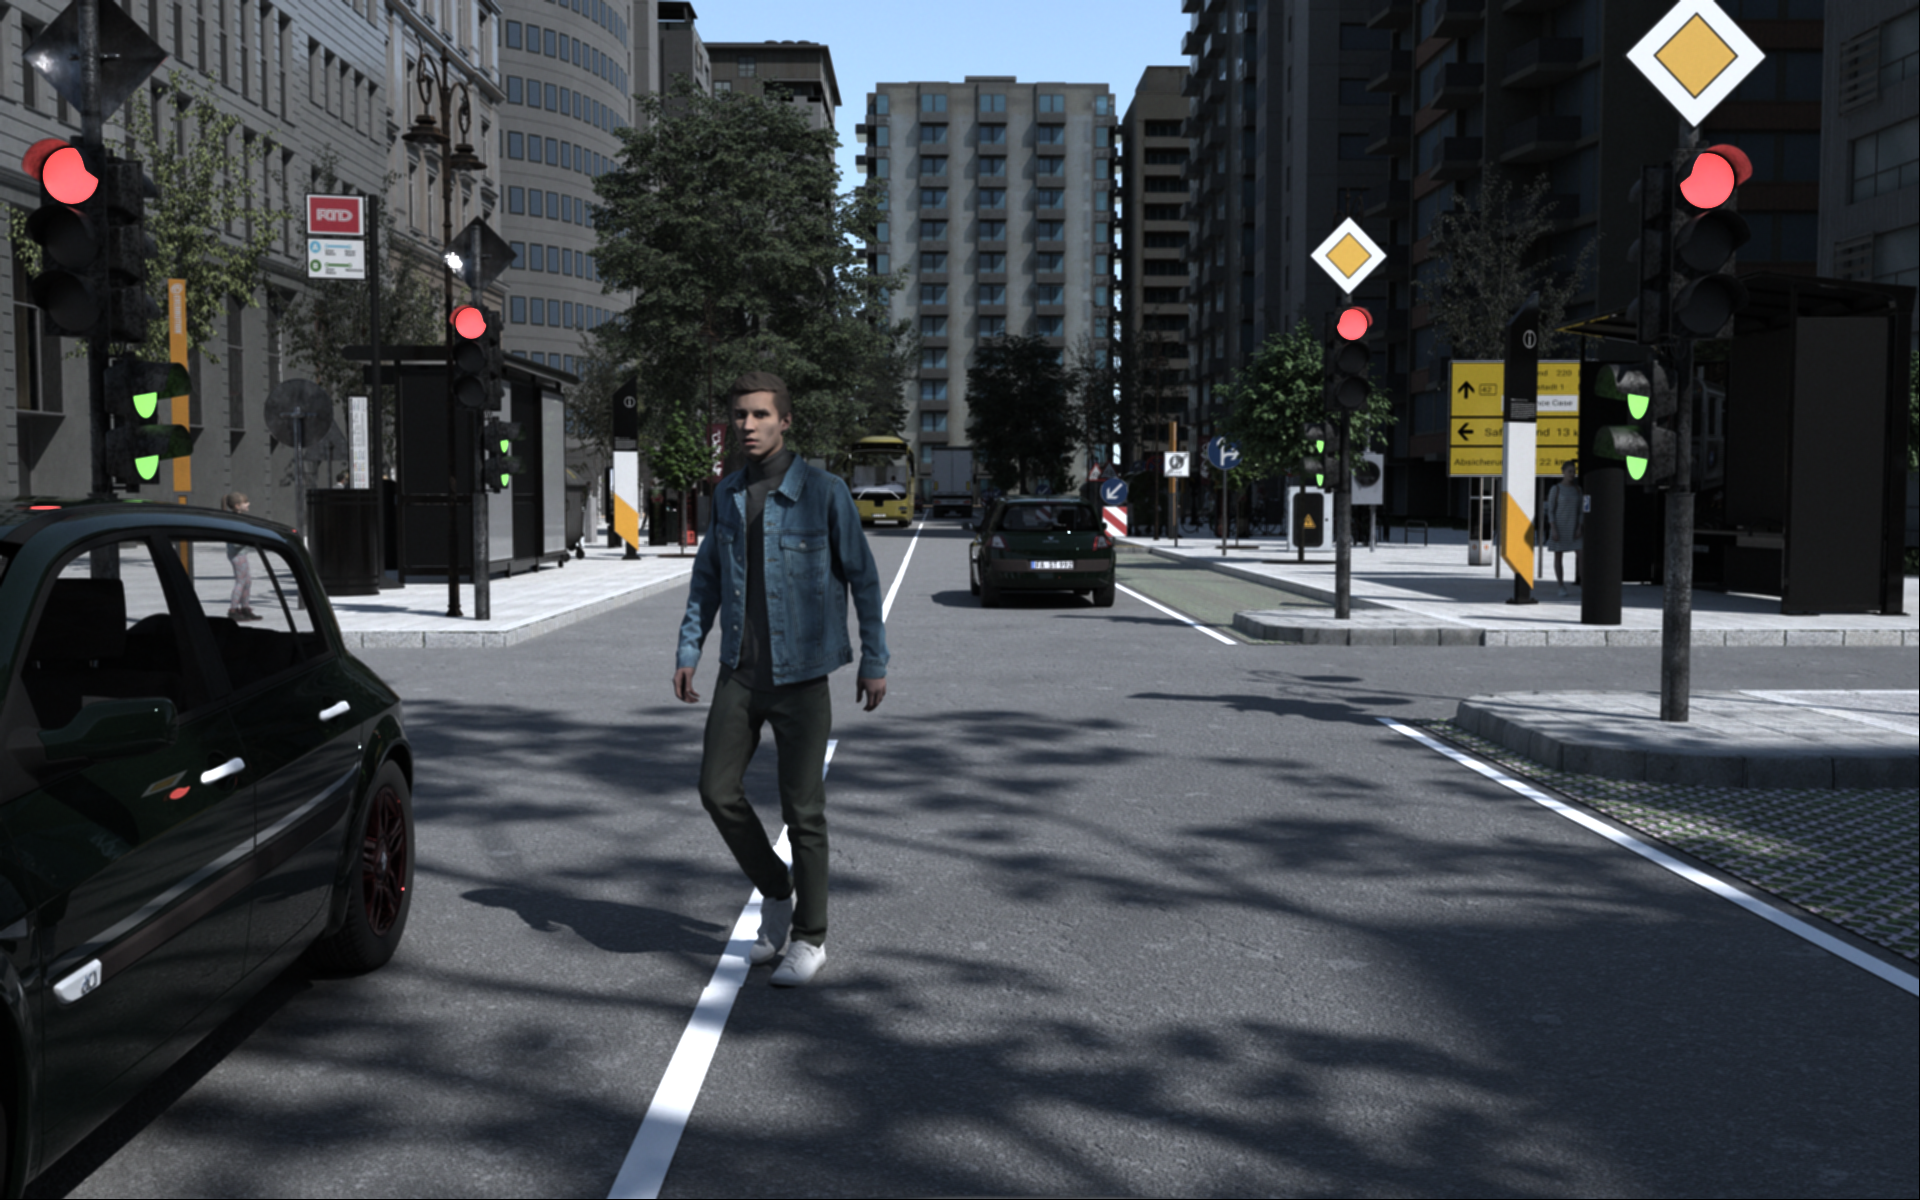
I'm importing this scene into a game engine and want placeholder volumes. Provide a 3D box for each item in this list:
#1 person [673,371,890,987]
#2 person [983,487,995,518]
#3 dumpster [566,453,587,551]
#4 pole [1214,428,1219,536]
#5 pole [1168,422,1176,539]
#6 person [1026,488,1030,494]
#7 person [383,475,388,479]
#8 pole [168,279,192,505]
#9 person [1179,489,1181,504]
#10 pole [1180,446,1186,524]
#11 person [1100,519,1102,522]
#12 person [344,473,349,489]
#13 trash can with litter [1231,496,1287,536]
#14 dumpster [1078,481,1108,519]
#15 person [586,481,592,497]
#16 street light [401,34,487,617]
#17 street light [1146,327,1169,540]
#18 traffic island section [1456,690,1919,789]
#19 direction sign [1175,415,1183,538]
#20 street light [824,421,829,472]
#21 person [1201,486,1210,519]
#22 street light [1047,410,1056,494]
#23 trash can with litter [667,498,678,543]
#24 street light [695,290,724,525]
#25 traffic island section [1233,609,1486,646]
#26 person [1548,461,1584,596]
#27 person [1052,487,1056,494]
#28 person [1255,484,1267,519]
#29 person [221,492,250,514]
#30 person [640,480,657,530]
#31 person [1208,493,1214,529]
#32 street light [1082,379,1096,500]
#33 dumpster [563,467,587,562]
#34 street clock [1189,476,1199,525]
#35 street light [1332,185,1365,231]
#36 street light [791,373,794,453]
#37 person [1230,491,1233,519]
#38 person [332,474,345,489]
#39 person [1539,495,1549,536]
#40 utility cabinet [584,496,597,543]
[{"bbox_3d":[-0.528,0.226,5.147,0.601,1.785,0.444,2,4,27],"label":"person"},{"bbox_3d":[1.780,-5.924,105.218,0.709,1.838,0.599,-1,4,-22],"label":"person"},{"bbox_3d":[-9.154,-2.183,38.180,1.502,2.255,1.985,0,4,-1],"label":"dumpster"},{"bbox_3d":[7.938,-3.637,53.307,0.158,3.312,0.155,0,3,0],"label":"pole"},{"bbox_3d":[6.010,-3.375,49.019,0.158,3.312,0.155,0,3,0],"label":"pole"},{"bbox_3d":[5.872,-8.973,152.769,1.348,1.822,0.705,0,4,0],"label":"person"},{"bbox_3d":[-15.339,-2.484,46.881,0.699,1.804,1.509,1,4,12],"label":"person"},{"bbox_3d":[-7.441,-1.389,16.550,0.158,3.312,0.155,0,3,0],"label":"pole"},{"bbox_3d":[21.672,-9.937,169.236,0.721,1.736,1.217,-1,4,-15],"label":"person"},{"bbox_3d":[9.526,-4.898,73.920,0.158,3.312,0.155,0,3,0],"label":"pole"},{"bbox_3d":[6.602,-4.600,81.120,0.748,1.841,0.638,-3,5,-44],"label":"person"},{"bbox_3d":[-14.068,-2.043,39.860,0.576,1.772,0.534,2,4,31],"label":"person"},{"bbox_3d":[9.233,-2.580,53.242,2.233,1.210,1.678,0,4,1],"label":"trash can with litter"},{"bbox_3d":[5.786,-4.198,74.403,1.264,1.857,1.865,0,4,-1],"label":"dumpster"},{"bbox_3d":[-16.176,-4.230,75.303,0.850,1.850,0.679,-2,4,-29],"label":"person"},{"bbox_3d":[-5.320,-2.768,18.046,0.468,5.910,1.993,0,4,-1],"label":"street light"},{"bbox_3d":[5.472,-4.607,48.120,0.468,5.910,1.993,0,4,-1],"label":"street light"},{"bbox_3d":[4.068,0.763,9.811,2.009,0.180,2.903,0,4,-1],"label":"traffic island section"},{"bbox_3d":[6.291,-3.557,50.157,0.379,3.537,0.876,1,4,14],"label":"direction sign"},{"bbox_3d":[-6.335,-6.732,82.861,0.468,5.910,1.993,0,4,-1],"label":"street light"},{"bbox_3d":[12.875,-5.078,90.064,0.522,1.701,0.512,2,4,33],"label":"person"},{"bbox_3d":[4.869,-7.285,91.897,0.468,5.910,1.993,0,4,-1],"label":"street light"},{"bbox_3d":[-7.730,-2.100,45.722,0.624,1.170,1.055,-2,4,-24],"label":"trash can with litter"},{"bbox_3d":[-5.688,-4.080,39.498,0.468,5.910,1.993,0,4,-1],"label":"street light"},{"bbox_3d":[3.950,0.274,17.795,2.009,0.180,2.903,0,4,-1],"label":"traffic island section"},{"bbox_3d":[7.631,-0.900,21.767,0.512,1.701,0.522,0,4,-5],"label":"person"},{"bbox_3d":[6.560,-6.914,119.610,0.721,1.766,1.217,-3,5,-43],"label":"person"},{"bbox_3d":[15.469,-5.077,89.029,0.573,1.828,0.580,2,4,27],"label":"person"},{"bbox_3d":[-7.236,-0.436,17.455,0.394,1.301,0.425,-3,4,-36],"label":"person"},{"bbox_3d":[-11.234,-3.441,62.578,0.573,1.790,0.520,2,4,28],"label":"person"},{"bbox_3d":[9.215,-3.232,63.139,0.306,1.304,0.590,3,5,41],"label":"person"},{"bbox_3d":[5.173,-5.933,69.789,0.468,5.910,1.993,0,4,-1],"label":"street light"},{"bbox_3d":[-7.956,-1.681,33.244,1.264,1.857,1.865,0,4,-1],"label":"dumpster"},{"bbox_3d":[9.611,-4.073,71.165,0.358,2.002,0.471,-2,4,-26],"label":"street clock"},{"bbox_3d":[5.861,-3.276,26.352,0.468,5.910,1.993,0,4,-1],"label":"street light"},{"bbox_3d":[-5.940,-5.420,61.409,0.468,5.910,1.993,0,4,-1],"label":"street light"},{"bbox_3d":[13.603,-5.019,88.206,0.850,1.850,0.679,-1,4,-9],"label":"person"},{"bbox_3d":[-15.796,-2.309,44.066,0.678,1.792,0.850,1,4,19],"label":"person"},{"bbox_3d":[17.875,-2.576,52.845,0.352,1.250,0.332,-1,4,-19],"label":"person"},{"bbox_3d":[-10.059,-2.114,45.733,1.020,1.237,0.306,2,4,29],"label":"utility cabinet"}]
